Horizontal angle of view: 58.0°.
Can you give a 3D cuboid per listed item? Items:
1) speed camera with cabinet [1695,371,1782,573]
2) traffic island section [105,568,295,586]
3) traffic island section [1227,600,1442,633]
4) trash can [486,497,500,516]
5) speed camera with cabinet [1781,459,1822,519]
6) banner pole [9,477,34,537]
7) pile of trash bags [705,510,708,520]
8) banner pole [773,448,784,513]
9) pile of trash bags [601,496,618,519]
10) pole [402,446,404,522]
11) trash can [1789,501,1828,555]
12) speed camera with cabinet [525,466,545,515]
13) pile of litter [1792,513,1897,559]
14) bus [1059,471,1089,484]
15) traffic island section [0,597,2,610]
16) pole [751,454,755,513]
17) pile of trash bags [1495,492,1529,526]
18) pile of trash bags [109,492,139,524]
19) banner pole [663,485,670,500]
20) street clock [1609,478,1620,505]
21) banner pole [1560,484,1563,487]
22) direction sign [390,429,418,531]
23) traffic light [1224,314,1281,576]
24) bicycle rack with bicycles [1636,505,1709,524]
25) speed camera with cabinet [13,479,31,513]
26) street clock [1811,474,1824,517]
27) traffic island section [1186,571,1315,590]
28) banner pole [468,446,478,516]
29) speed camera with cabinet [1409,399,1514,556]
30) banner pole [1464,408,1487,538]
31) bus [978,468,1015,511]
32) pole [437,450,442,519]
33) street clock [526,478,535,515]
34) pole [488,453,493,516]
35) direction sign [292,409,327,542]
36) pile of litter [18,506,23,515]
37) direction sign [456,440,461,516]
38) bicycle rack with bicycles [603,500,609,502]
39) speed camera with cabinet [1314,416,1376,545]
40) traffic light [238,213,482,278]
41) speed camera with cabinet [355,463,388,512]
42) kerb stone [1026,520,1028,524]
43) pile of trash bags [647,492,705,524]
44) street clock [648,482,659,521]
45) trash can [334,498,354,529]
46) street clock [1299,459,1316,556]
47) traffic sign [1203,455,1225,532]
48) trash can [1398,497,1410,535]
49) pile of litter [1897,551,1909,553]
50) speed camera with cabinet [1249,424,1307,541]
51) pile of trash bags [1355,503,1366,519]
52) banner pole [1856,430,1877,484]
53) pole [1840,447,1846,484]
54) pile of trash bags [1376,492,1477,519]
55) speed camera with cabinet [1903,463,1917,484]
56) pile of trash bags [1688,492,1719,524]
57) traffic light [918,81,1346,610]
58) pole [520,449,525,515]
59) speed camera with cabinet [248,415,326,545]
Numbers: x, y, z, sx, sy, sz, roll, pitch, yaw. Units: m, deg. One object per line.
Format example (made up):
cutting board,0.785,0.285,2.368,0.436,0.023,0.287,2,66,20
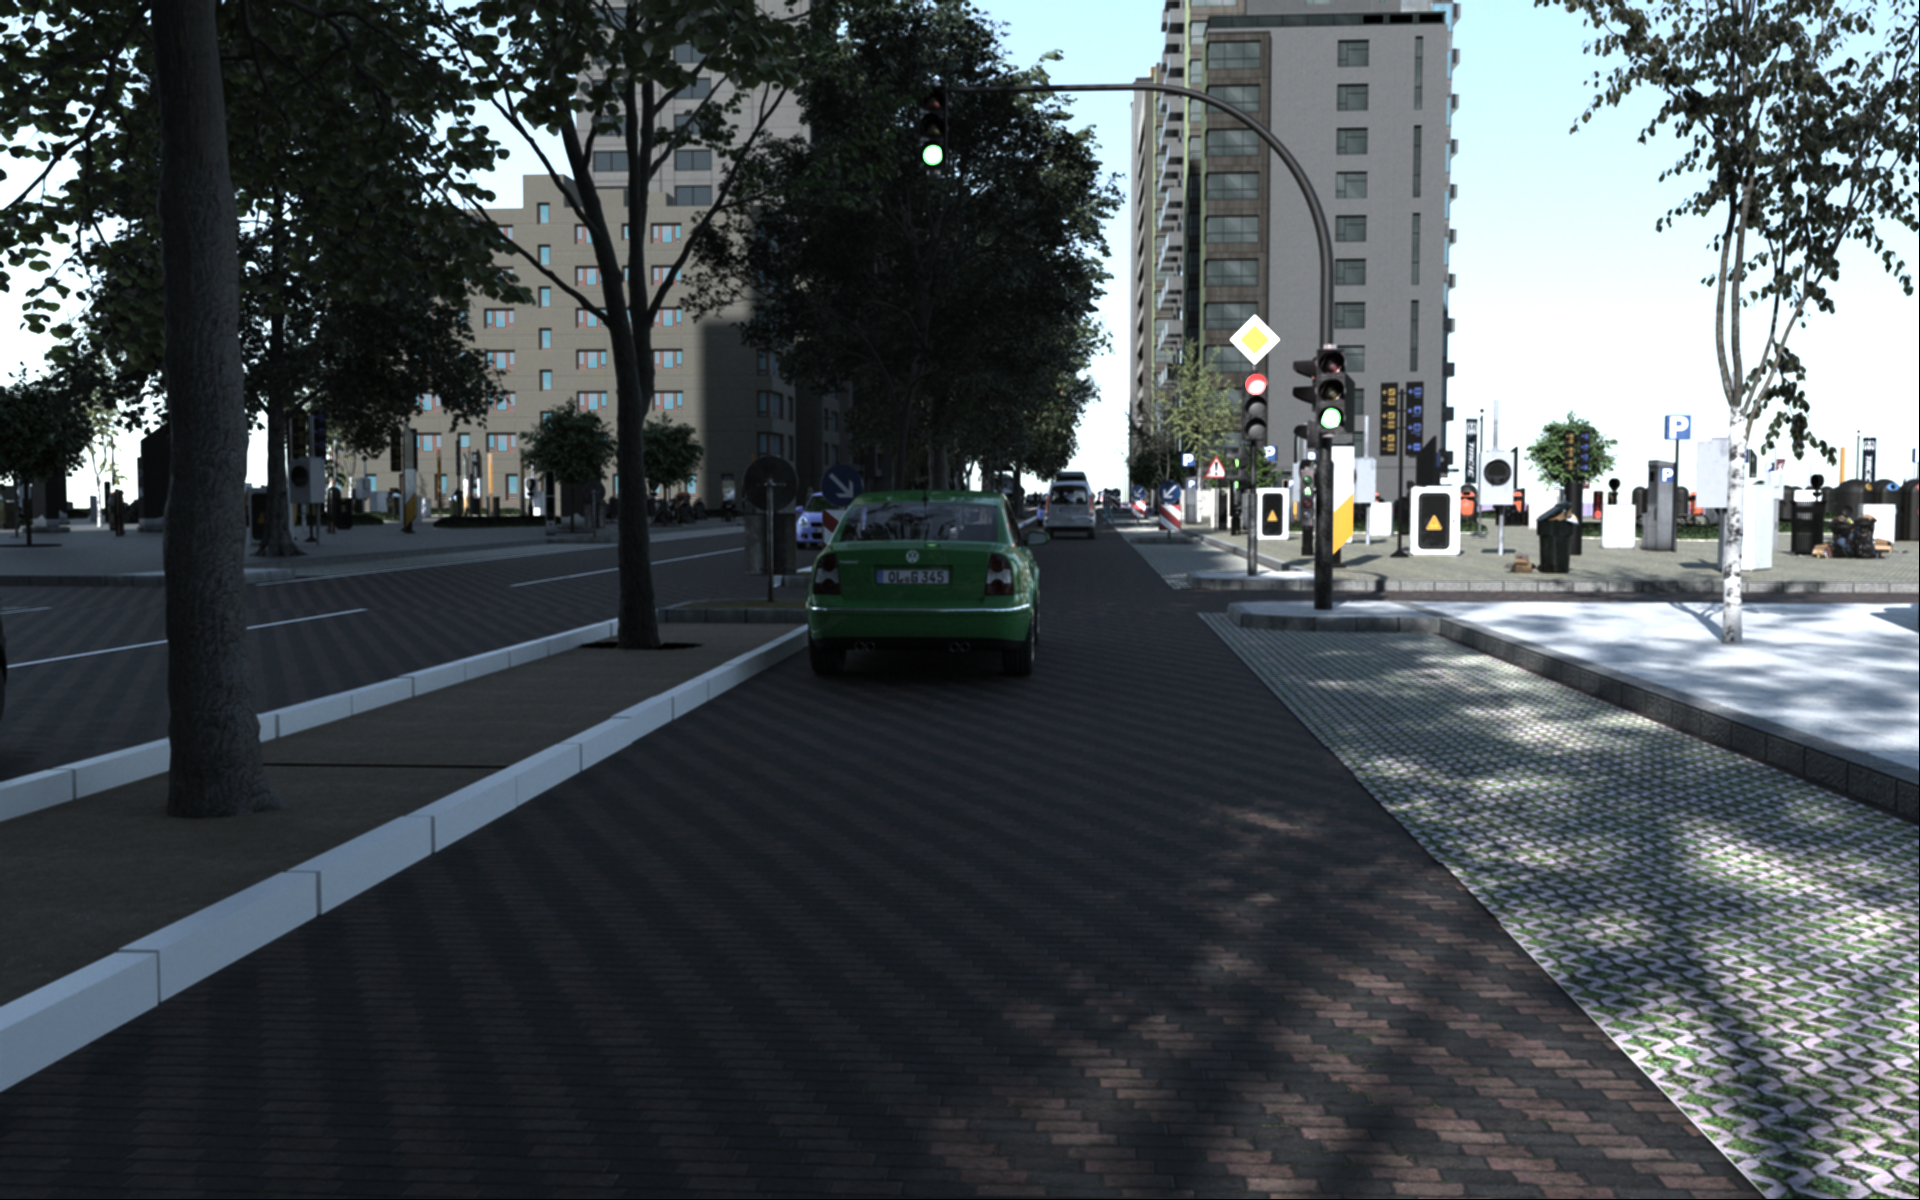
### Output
speed camera with cabinet,12.822,-2.098,28.633,0.660,3.252,2.038,3,5,44
traffic island section,-12.322,-0.381,28.503,2.009,0.180,2.903,0,4,4
traffic island section,4.067,0.180,19.344,2.009,0.180,2.903,0,4,4
trash can,-23.856,-4.702,88.539,0.748,1.137,0.748,0,3,0
speed camera with cabinet,33.716,-4.632,70.072,2.038,3.252,0.660,1,4,23
banner pole,-27.914,-3.762,51.534,0.401,3.779,0.863,2,4,24
pile of trash bags,-13.668,-4.705,86.676,1.912,1.369,3.447,-1,4,-12
banner pole,-9.772,-6.352,93.874,0.863,3.779,0.401,2,4,26
pile of trash bags,-17.405,-4.923,90.248,1.912,1.369,3.447,2,4,27
pole,-23.116,-4.793,72.204,0.158,3.312,0.155,0,3,0
trash can,17.812,-1.513,36.395,0.748,1.137,0.748,0,3,0
speed camera with cabinet,-23.976,-6.339,97.974,0.660,3.252,2.038,1,4,15
pile of litter,17.745,-1.281,34.902,1.719,0.858,1.176,3,4,38
bus,9.451,-9.284,146.654,2.948,3.499,13.247,0,4,4
traffic island section,-12.882,0.107,20.537,2.009,0.180,2.903,0,4,4
pole,-10.470,-5.736,87.621,0.158,3.312,0.155,0,3,0
pile of trash bags,23.042,-3.769,71.383,1.912,1.369,3.447,1,4,13
pile of trash bags,-36.227,-4.054,76.034,1.912,1.369,3.447,0,4,4
banner pole,-15.072,-6.060,89.100,0.401,3.779,0.863,1,4,20
street clock,30.133,-4.600,79.782,0.358,2.002,0.471,-2,4,-30
banner pole,25.097,-4.981,71.454,0.401,3.779,0.863,-2,4,-32
direction sign,-19.234,-4.157,59.967,0.876,3.537,0.379,-1,4,-19
traffic light,4.588,-2.341,27.199,0.839,4.253,0.868,0,4,4
bicycle rack with bicycles,23.418,-2.722,57.880,2.925,0.926,2.852,2,4,25
speed camera with cabinet,-44.846,-5.378,82.271,2.038,3.252,0.660,3,5,41
street clock,31.343,-3.596,63.360,0.358,2.002,0.471,-1,4,-8
traffic island section,4.628,-0.308,27.310,2.009,0.180,2.903,0,4,4
banner pole,-25.578,-6.175,90.985,0.401,3.779,0.863,2,4,35
speed camera with cabinet,10.480,-2.560,36.185,2.038,3.252,0.660,1,4,11
banner pole,15.036,-3.703,50.564,0.863,3.779,0.401,-2,4,-28
bus,3.061,-8.839,136.059,2.896,3.916,12.252,0,4,2
pole,-24.090,-5.280,80.164,0.158,3.312,0.155,0,3,0
street clock,-19.929,-4.638,80.400,0.358,2.002,0.471,-3,5,-44
pole,-23.433,-5.667,86.506,0.158,3.312,0.155,0,3,0
direction sign,-17.480,-3.338,46.579,0.876,3.537,0.379,-3,4,-36
pile of litter,-42.171,-3.903,77.782,1.719,0.858,1.176,3,4,38
direction sign,-21.162,-4.962,73.121,0.379,3.537,0.876,-2,4,-25
bicycle rack with bicycles,-21.327,-5.250,99.211,2.852,0.926,2.925,-3,5,-40
speed camera with cabinet,9.875,-3.066,44.467,0.660,3.252,2.038,-1,4,-19
traffic light,-10.189,-3.277,28.254,4.771,5.953,1.251,0,4,4
speed camera with cabinet,-33.536,-6.389,98.792,0.660,3.252,2.038,2,4,27
kerb stone,2.872,-3.446,78.530,0.120,0.150,1.000,0,4,4
pile of trash bags,-12.499,-4.066,76.239,1.912,1.369,3.447,0,4,-2
street clock,-14.718,-4.813,83.270,0.471,2.002,0.358,1,4,11
trash can,-22.541,-3.161,63.329,0.748,1.137,0.748,0,3,0
street clock,7.254,-1.929,36.107,0.358,2.002,0.471,2,4,33
traffic sign,8.597,-3.556,58.138,0.884,2.594,0.081,0,4,7
trash can,14.107,-2.615,54.412,0.748,1.137,0.748,0,3,0
pile of litter,20.023,-1.482,38.192,1.719,0.858,1.176,2,4,33
speed camera with cabinet,9.089,-3.298,48.260,2.038,3.252,0.660,-1,4,-18
pile of trash bags,19.699,-4.551,84.160,1.912,1.369,3.447,0,4,-5
banner pole,35.220,-4.738,67.491,0.863,3.779,0.401,1,4,21
pole,37.993,-4.940,74.609,0.158,3.312,0.155,0,3,0
pile of trash bags,17.779,-3.402,65.381,3.447,1.369,1.912,2,4,34
speed camera with cabinet,49.831,-5.918,91.101,0.660,3.252,2.038,1,4,19
pile of trash bags,28.574,-3.331,64.214,1.912,1.369,3.447,-2,4,-34
traffic light,1.935,-2.726,19.238,4.771,5.953,1.251,0,4,4
pole,-19.871,-5.186,78.633,0.158,3.312,0.155,0,3,0
speed camera with cabinet,-16.960,-3.013,43.593,2.038,3.252,0.660,1,4,23
